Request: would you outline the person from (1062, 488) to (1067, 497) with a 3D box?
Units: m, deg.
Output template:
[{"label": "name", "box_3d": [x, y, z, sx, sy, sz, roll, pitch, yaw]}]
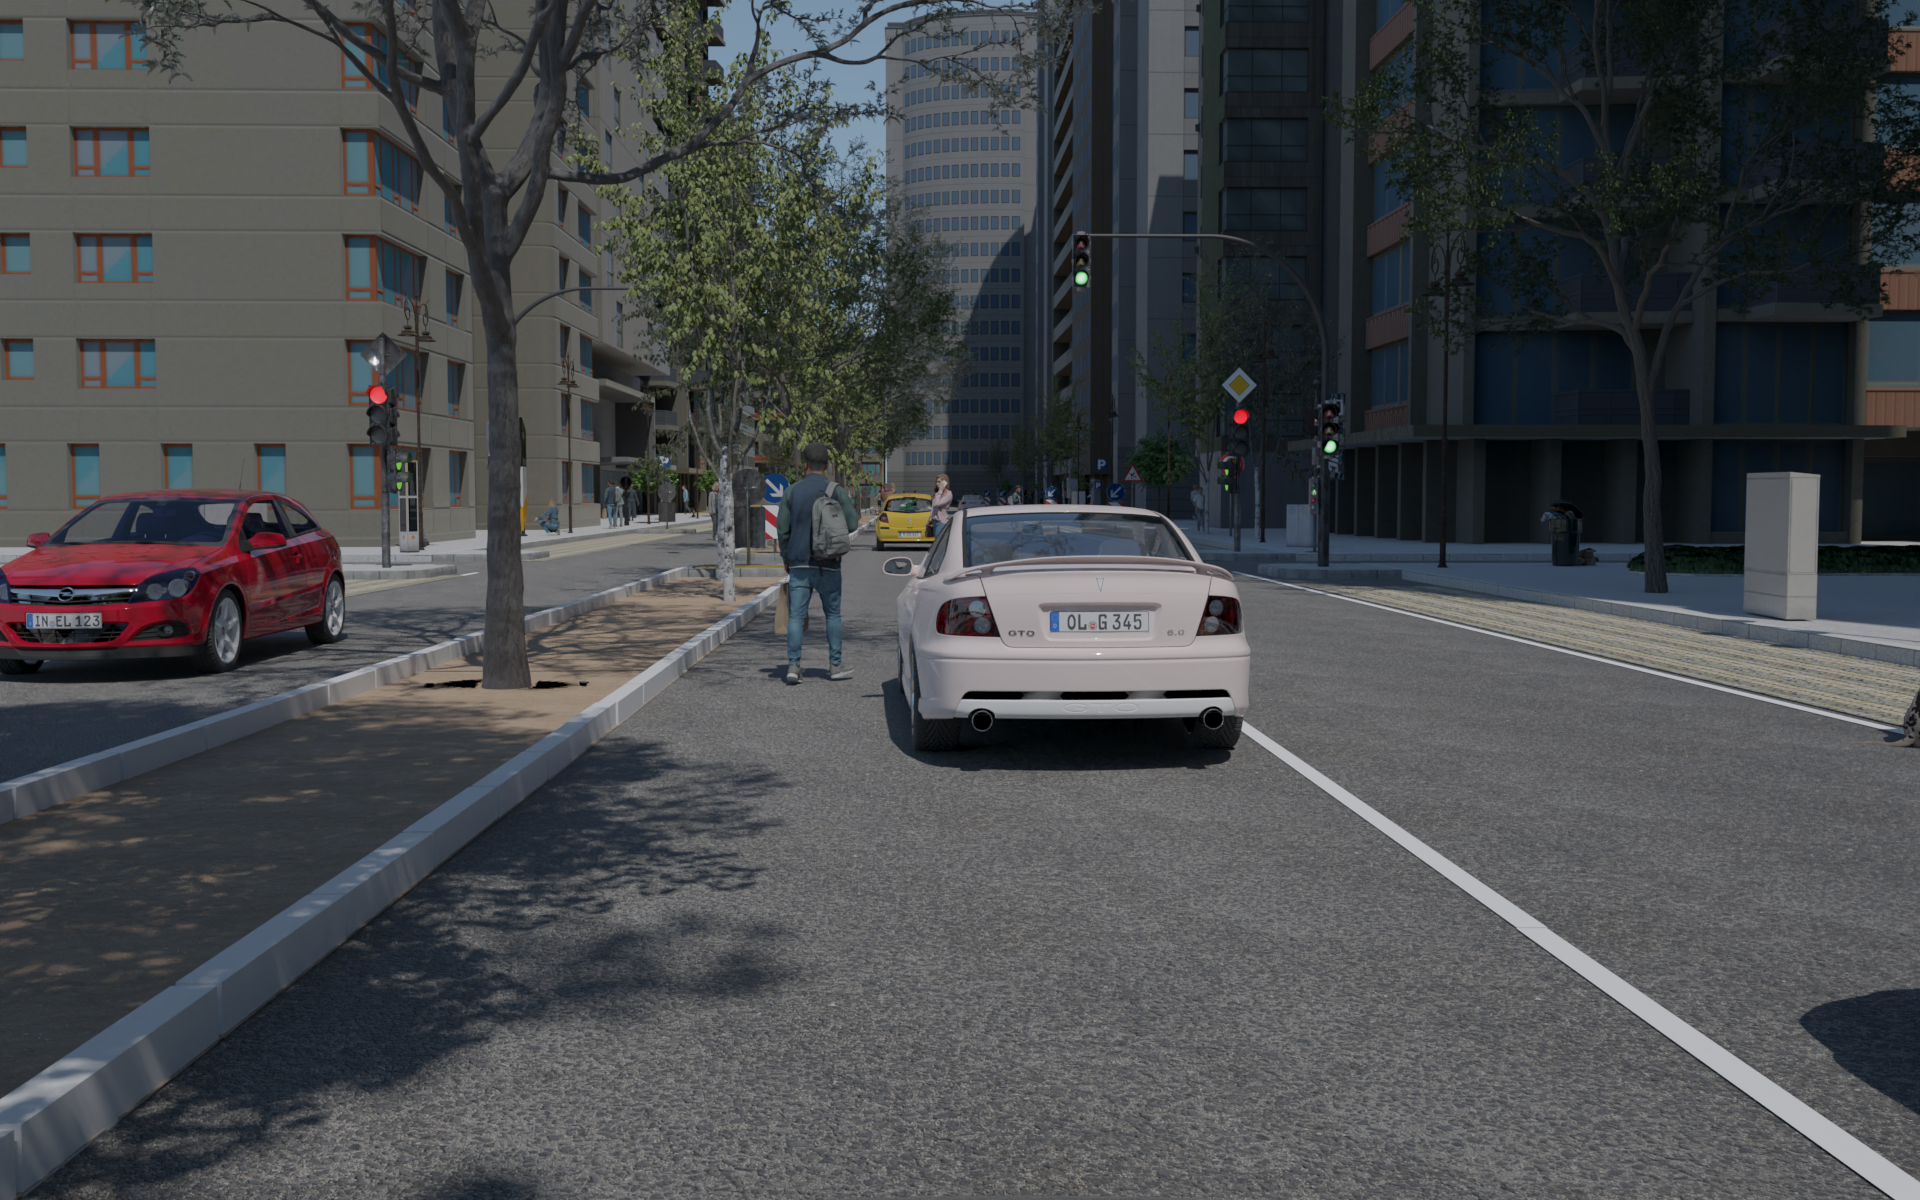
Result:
[{"label": "person", "box_3d": [7.467, -7.017, 121.479, 0.721, 1.736, 1.217, 2, 4, 34]}]

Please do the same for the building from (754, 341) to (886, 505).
[{"label": "building", "box_3d": [-23.822, -22.548, 213.706, 28.899, 21.520, 27.650, 0, 4, -2]}]

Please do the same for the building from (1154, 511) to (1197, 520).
[{"label": "building", "box_3d": [19.366, -34.067, 98.998, 21.231, 58.520, 28.212, 0, 4, -2]}]

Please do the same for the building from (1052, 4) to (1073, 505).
[{"label": "building", "box_3d": [19.371, -32.025, 147.303, 21.300, 48.544, 21.600, 0, 4, -2]}]

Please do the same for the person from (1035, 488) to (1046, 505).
[{"label": "person", "box_3d": [7.458, -9.288, 157.894, 1.348, 1.826, 0.705, -2, 4, -24]}]

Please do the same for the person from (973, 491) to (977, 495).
[{"label": "person", "box_3d": [1.443, -9.445, 163.444, 1.217, 1.766, 0.721, 1, 4, 18]}]

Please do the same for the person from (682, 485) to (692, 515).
[{"label": "person", "box_3d": [-16.543, -6.043, 104.862, 0.620, 1.820, 0.660, -1, 4, -21]}]

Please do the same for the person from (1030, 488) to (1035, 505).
[{"label": "person", "box_3d": [5.757, -8.140, 139.649, 0.721, 1.766, 1.217, 0, 4, 0]}]

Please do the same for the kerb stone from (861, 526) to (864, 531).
[{"label": "kerb stone", "box_3d": [-3.715, -2.554, 63.965, 0.120, 0.150, 1.000, 0, 4, -2]}]

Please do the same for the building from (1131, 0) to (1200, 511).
[{"label": "building", "box_3d": [18.068, -38.542, 172.155, 21.231, 58.520, 28.212, 0, 4, -2]}]

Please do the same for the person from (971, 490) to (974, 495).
[{"label": "person", "box_3d": [1.260, -10.011, 172.191, 1.348, 1.823, 0.705, 3, 4, 39]}]

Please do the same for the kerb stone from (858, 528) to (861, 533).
[{"label": "kerb stone", "box_3d": [-3.599, -2.304, 59.864, 0.120, 0.150, 1.000, 0, 4, -2]}]

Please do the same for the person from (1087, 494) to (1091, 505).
[{"label": "person", "box_3d": [8.930, -6.624, 117.527, 0.628, 1.438, 0.799, 1, 4, 11]}]

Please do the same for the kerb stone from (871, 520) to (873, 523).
[{"label": "kerb stone", "box_3d": [-4.132, -3.430, 78.302, 0.120, 0.150, 1.000, 0, 4, -2]}]

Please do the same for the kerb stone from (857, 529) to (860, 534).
[{"label": "kerb stone", "box_3d": [-3.565, -2.239, 58.843, 0.120, 0.150, 1.000, 0, 4, -2]}]

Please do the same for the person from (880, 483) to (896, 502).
[{"label": "person", "box_3d": [-2.473, -3.214, 61.020, 0.580, 1.828, 0.573, -3, 5, -42]}]

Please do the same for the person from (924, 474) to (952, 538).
[{"label": "person", "box_3d": [-0.245, -1.143, 27.780, 0.643, 1.750, 0.593, -1, 4, -19]}]

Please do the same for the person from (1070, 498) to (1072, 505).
[{"label": "person", "box_3d": [6.701, -5.921, 103.034, 0.466, 1.800, 0.511, -3, 4, -37]}]

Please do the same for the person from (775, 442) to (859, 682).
[{"label": "person", "box_3d": [-1.143, -0.287, 13.170, 0.794, 1.824, 0.713, 1, 4, 22]}]

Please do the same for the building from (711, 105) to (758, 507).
[{"label": "building", "box_3d": [-32.323, -29.201, 169.320, 23.993, 40.220, 32.217, 0, 4, -2]}]

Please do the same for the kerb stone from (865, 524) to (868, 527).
[{"label": "kerb stone", "box_3d": [-3.862, -2.868, 69.079, 0.120, 0.150, 1.000, 0, 4, -2]}]

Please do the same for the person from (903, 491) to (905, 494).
[{"label": "person", "box_3d": [-5.775, -10.197, 175.944, 0.721, 1.735, 1.217, 3, 4, 37]}]

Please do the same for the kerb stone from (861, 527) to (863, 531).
[{"label": "kerb stone", "box_3d": [-3.688, -2.492, 62.943, 0.120, 0.150, 1.000, 0, 4, -2]}]

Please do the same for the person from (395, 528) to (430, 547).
[{"label": "person", "box_3d": [-13.110, -2.150, 41.476, 0.678, 1.792, 0.850, 3, 4, 38]}]

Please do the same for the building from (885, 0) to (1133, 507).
[{"label": "building", "box_3d": [5.112, -40.866, 210.160, 28.212, 58.520, 21.231, 0, 4, -2]}]

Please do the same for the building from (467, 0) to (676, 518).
[{"label": "building", "box_3d": [-31.151, -30.980, 95.758, 28.713, 52.752, 27.495, 0, 4, -2]}]

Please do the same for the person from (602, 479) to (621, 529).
[{"label": "person", "box_3d": [-12.948, -3.554, 64.129, 0.794, 1.824, 0.713, -1, 4, -17]}]

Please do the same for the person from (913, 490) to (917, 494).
[{"label": "person", "box_3d": [-3.341, -7.666, 134.664, 0.721, 1.723, 1.217, -1, 4, -13]}]

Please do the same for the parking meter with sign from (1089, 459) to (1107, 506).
[{"label": "parking meter with sign", "box_3d": [6.864, -5.547, 86.952, 0.543, 3.016, 1.738, -1, 4, -11]}]

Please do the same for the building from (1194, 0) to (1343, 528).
[{"label": "building", "box_3d": [16.529, -18.285, 70.655, 14.160, 30.474, 14.107, 0, 4, -2]}]

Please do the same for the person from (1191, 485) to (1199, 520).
[{"label": "person", "box_3d": [11.596, -4.800, 85.191, 0.731, 1.740, 0.598, 2, 4, 34]}]

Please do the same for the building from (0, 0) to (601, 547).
[{"label": "building", "box_3d": [-28.069, -12.855, 55.222, 27.650, 21.520, 28.899, 0, 4, -2]}]

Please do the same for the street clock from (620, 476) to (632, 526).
[{"label": "street clock", "box_3d": [-13.543, -4.021, 70.319, 0.471, 2.002, 0.358, 0, 4, -2]}]

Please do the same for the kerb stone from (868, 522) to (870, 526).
[{"label": "kerb stone", "box_3d": [-3.982, -3.119, 73.183, 0.120, 0.150, 1.000, 0, 4, -2]}]

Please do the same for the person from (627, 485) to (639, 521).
[{"label": "person", "box_3d": [-15.596, -4.642, 82.364, 0.576, 1.772, 0.534, -1, 4, -23]}]

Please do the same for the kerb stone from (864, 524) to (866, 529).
[{"label": "kerb stone", "box_3d": [-3.796, -2.743, 67.036, 0.120, 0.150, 1.000, 0, 4, -2]}]

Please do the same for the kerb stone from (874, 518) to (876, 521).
[{"label": "kerb stone", "box_3d": [-4.309, -3.809, 84.465, 0.120, 0.150, 1.000, 0, 4, -2]}]

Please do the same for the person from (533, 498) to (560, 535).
[{"label": "person", "box_3d": [-12.809, -2.579, 53.706, 0.738, 1.151, 1.012, 2, 4, 23]}]

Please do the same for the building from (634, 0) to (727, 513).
[{"label": "building", "box_3d": [-28.916, -28.877, 126.766, 22.147, 44.769, 28.867, 0, 4, -2]}]

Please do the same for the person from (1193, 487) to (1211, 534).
[{"label": "person", "box_3d": [7.858, -2.920, 56.373, 0.523, 1.515, 0.503, 3, 4, 38]}]

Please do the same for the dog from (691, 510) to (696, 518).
[{"label": "dog", "box_3d": [-14.694, -4.731, 95.086, 0.550, 0.427, 0.748, 2, 4, 32]}]

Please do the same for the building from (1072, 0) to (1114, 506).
[{"label": "building", "box_3d": [15.964, -29.316, 129.429, 14.600, 45.320, 14.200, 0, 4, -2]}]

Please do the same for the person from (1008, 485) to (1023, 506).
[{"label": "person", "box_3d": [2.306, -3.779, 70.627, 0.721, 1.781, 0.623, 0, 3, 0]}]

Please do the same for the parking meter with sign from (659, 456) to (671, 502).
[{"label": "parking meter with sign", "box_3d": [-13.496, -5.097, 79.599, 0.543, 3.016, 1.738, 0, 4, -3]}]

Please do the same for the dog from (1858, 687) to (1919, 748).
[{"label": "dog", "box_3d": [5.510, 0.425, 9.882, 0.800, 0.831, 0.513, 1, 4, 19]}]

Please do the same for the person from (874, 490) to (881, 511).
[{"label": "person", "box_3d": [-6.704, -8.177, 142.989, 0.721, 1.735, 1.217, 2, 4, 31]}]

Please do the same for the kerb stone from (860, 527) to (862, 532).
[{"label": "kerb stone", "box_3d": [-3.658, -2.425, 61.920, 0.120, 0.150, 1.000, 0, 4, -2]}]

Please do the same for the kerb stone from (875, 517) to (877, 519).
[{"label": "kerb stone", "box_3d": [-4.405, -3.997, 87.539, 0.120, 0.150, 1.000, 0, 4, -2]}]

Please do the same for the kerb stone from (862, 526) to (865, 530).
[{"label": "kerb stone", "box_3d": [-3.742, -2.615, 64.987, 0.120, 0.150, 1.000, 0, 4, -2]}]

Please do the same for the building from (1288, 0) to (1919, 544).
[{"label": "building", "box_3d": [25.369, -24.358, 52.877, 28.867, 44.769, 22.147, 0, 4, -2]}]

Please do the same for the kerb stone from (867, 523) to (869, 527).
[{"label": "kerb stone", "box_3d": [-3.917, -2.988, 71.132, 0.120, 0.150, 1.000, 0, 4, -2]}]

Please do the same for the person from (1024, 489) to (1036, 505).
[{"label": "person", "box_3d": [6.147, -8.844, 151.364, 1.217, 1.735, 0.721, 2, 4, 30]}]

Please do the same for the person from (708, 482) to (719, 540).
[{"label": "person", "box_3d": [-7.482, -2.750, 53.644, 0.709, 1.800, 0.728, -2, 4, -30]}]

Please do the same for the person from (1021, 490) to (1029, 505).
[{"label": "person", "box_3d": [6.517, -10.055, 171.260, 1.217, 1.723, 0.721, 2, 4, 31]}]

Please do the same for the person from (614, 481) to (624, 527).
[{"label": "person", "box_3d": [-13.486, -3.779, 68.015, 0.466, 1.800, 0.511, 3, 4, 37]}]

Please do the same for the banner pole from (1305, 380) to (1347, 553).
[{"label": "banner pole", "box_3d": [8.023, -2.931, 37.938, 0.863, 3.779, 0.401, 1, 4, 19]}]
